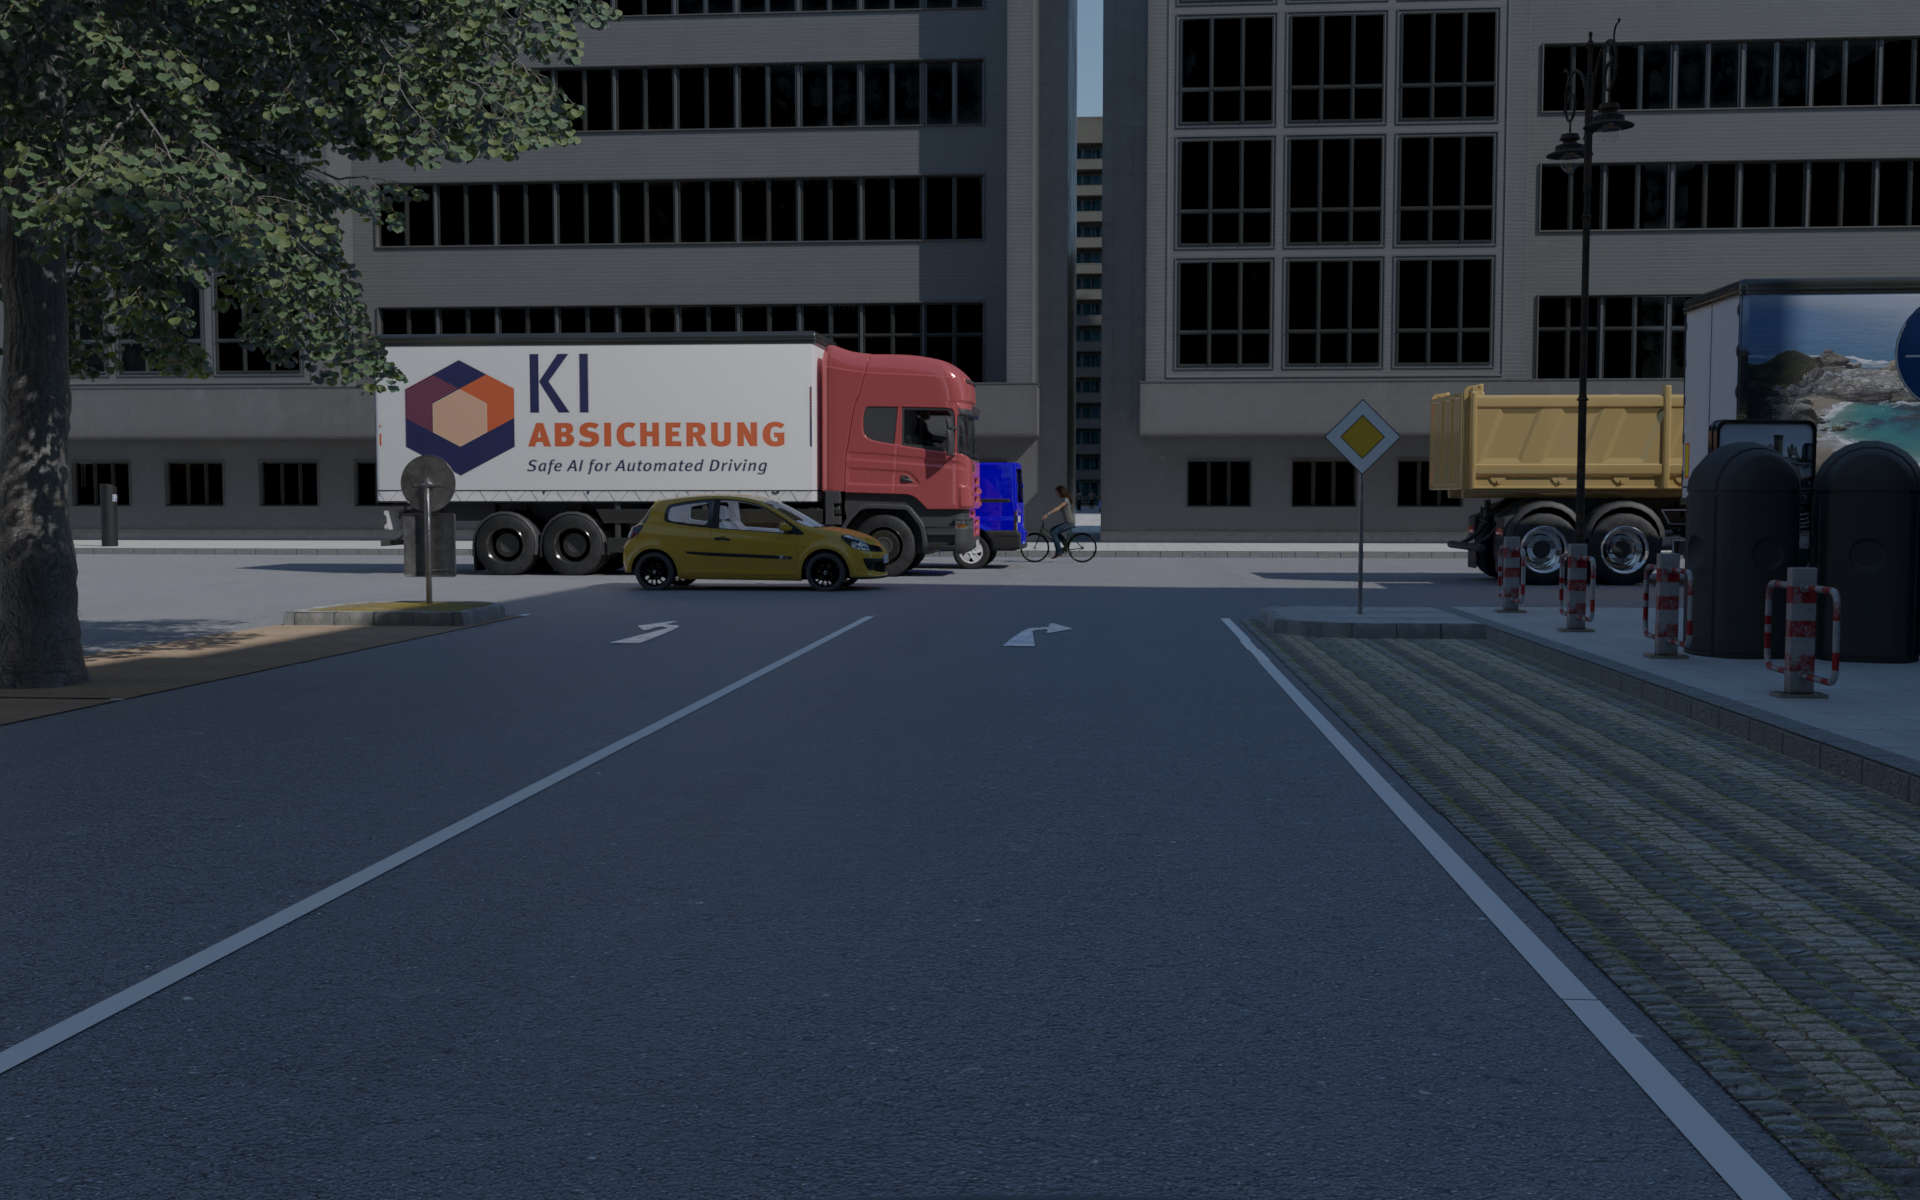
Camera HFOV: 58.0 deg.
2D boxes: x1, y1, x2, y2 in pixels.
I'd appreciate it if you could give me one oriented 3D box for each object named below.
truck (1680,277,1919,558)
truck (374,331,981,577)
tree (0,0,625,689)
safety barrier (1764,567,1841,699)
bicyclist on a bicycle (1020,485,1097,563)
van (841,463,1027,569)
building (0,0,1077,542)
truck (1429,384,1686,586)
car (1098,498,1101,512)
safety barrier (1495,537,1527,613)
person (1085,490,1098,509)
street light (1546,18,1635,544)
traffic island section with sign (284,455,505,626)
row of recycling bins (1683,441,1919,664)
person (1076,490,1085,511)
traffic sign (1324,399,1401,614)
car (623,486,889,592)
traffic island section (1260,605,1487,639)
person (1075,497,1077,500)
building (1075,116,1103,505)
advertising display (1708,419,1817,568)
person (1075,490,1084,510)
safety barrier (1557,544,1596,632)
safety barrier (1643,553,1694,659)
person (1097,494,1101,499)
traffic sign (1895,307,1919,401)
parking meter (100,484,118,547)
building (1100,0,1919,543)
[{"bbox_3d":[15.843,-2.097,23.194,11.283,4.237,2.839,0,4,6],"label":"truck"},{"bbox_3d":[-4.622,-2.587,31.205,11.283,4.237,2.839,0,4,5],"label":"truck"},{"bbox_3d":[-6.932,-6.334,12.666,9.857,13.997,8.962,0,3,0],"label":"tree"},{"bbox_3d":[5.304,0.205,10.929,0.300,0.817,1.120,0,4,5],"label":"safety barrier"},{"bbox_3d":[2.056,-1.600,36.183,1.625,1.676,1.499,0,4,3],"label":"bicyclist on a bicycle"},{"bbox_3d":[-1.315,-1.811,33.999,5.245,2.365,2.240,0,4,6],"label":"van"},{"bbox_3d":[-11.581,-14.238,51.863,30.058,24.678,14.314,0,4,5],"label":"building"},{"bbox_3d":[12.804,-1.967,28.079,9.791,3.379,3.469,0,4,3],"label":"truck"},{"bbox_3d":[12.352,-8.174,143.235,1.945,1.707,3.694,0,4,6],"label":"car"},{"bbox_3d":[5.974,-0.275,18.766,0.300,0.817,1.120,0,4,5],"label":"safety barrier"},{"bbox_3d":[12.585,-9.597,165.413,1.348,1.823,0.705,0,4,-5],"label":"person"},{"bbox_3d":[6.302,-2.734,17.484,0.468,5.910,1.993,0,4,5],"label":"street light"},{"bbox_3d":[-6.268,-0.704,19.655,2.006,1.907,1.989,0,4,5],"label":"traffic island section with sign"},{"bbox_3d":[7.507,-0.381,13.339,3.534,1.692,1.069,1,4,17],"label":"row of recycling bins"},{"bbox_3d":[10.454,-8.711,150.935,0.705,1.823,1.348,-2,4,-28],"label":"person"},{"bbox_3d":[4.270,-0.905,18.441,0.795,2.450,0.064,0,4,5],"label":"traffic sign"},{"bbox_3d":[-3.074,-0.985,26.327,3.980,1.641,2.015,0,4,6],"label":"car"},{"bbox_3d":[4.294,0.230,18.516,2.009,0.180,2.903,0,4,5],"label":"traffic island section"},{"bbox_3d":[9.101,-7.926,138.910,0.721,1.723,1.217,-1,4,-20],"label":"person"},{"bbox_3d":[9.345,-36.065,213.359,21.600,48.544,21.300,0,4,5],"label":"building"},{"bbox_3d":[6.970,-0.604,15.085,0.974,1.923,0.123,-1,4,-11],"label":"advertising display"},{"bbox_3d":[10.485,-9.011,155.916,1.350,1.814,0.705,-1,4,-17],"label":"person"},{"bbox_3d":[5.750,-0.114,16.146,0.300,0.817,1.120,0,4,5],"label":"safety barrier"},{"bbox_3d":[5.528,0.045,13.536,0.300,0.817,1.120,0,4,5],"label":"safety barrier"},{"bbox_3d":[14.737,-10.522,181.262,0.721,1.736,1.217,3,5,41],"label":"person"},{"bbox_3d":[6.288,-0.663,10.942,0.768,2.556,0.104,1,4,14],"label":"traffic sign"},{"bbox_3d":[-20.848,-2.081,42.432,0.372,1.533,0.369,0,3,0],"label":"parking meter"},{"bbox_3d":[19.012,-14.064,49.012,30.058,24.678,14.314,0,4,5],"label":"building"}]
